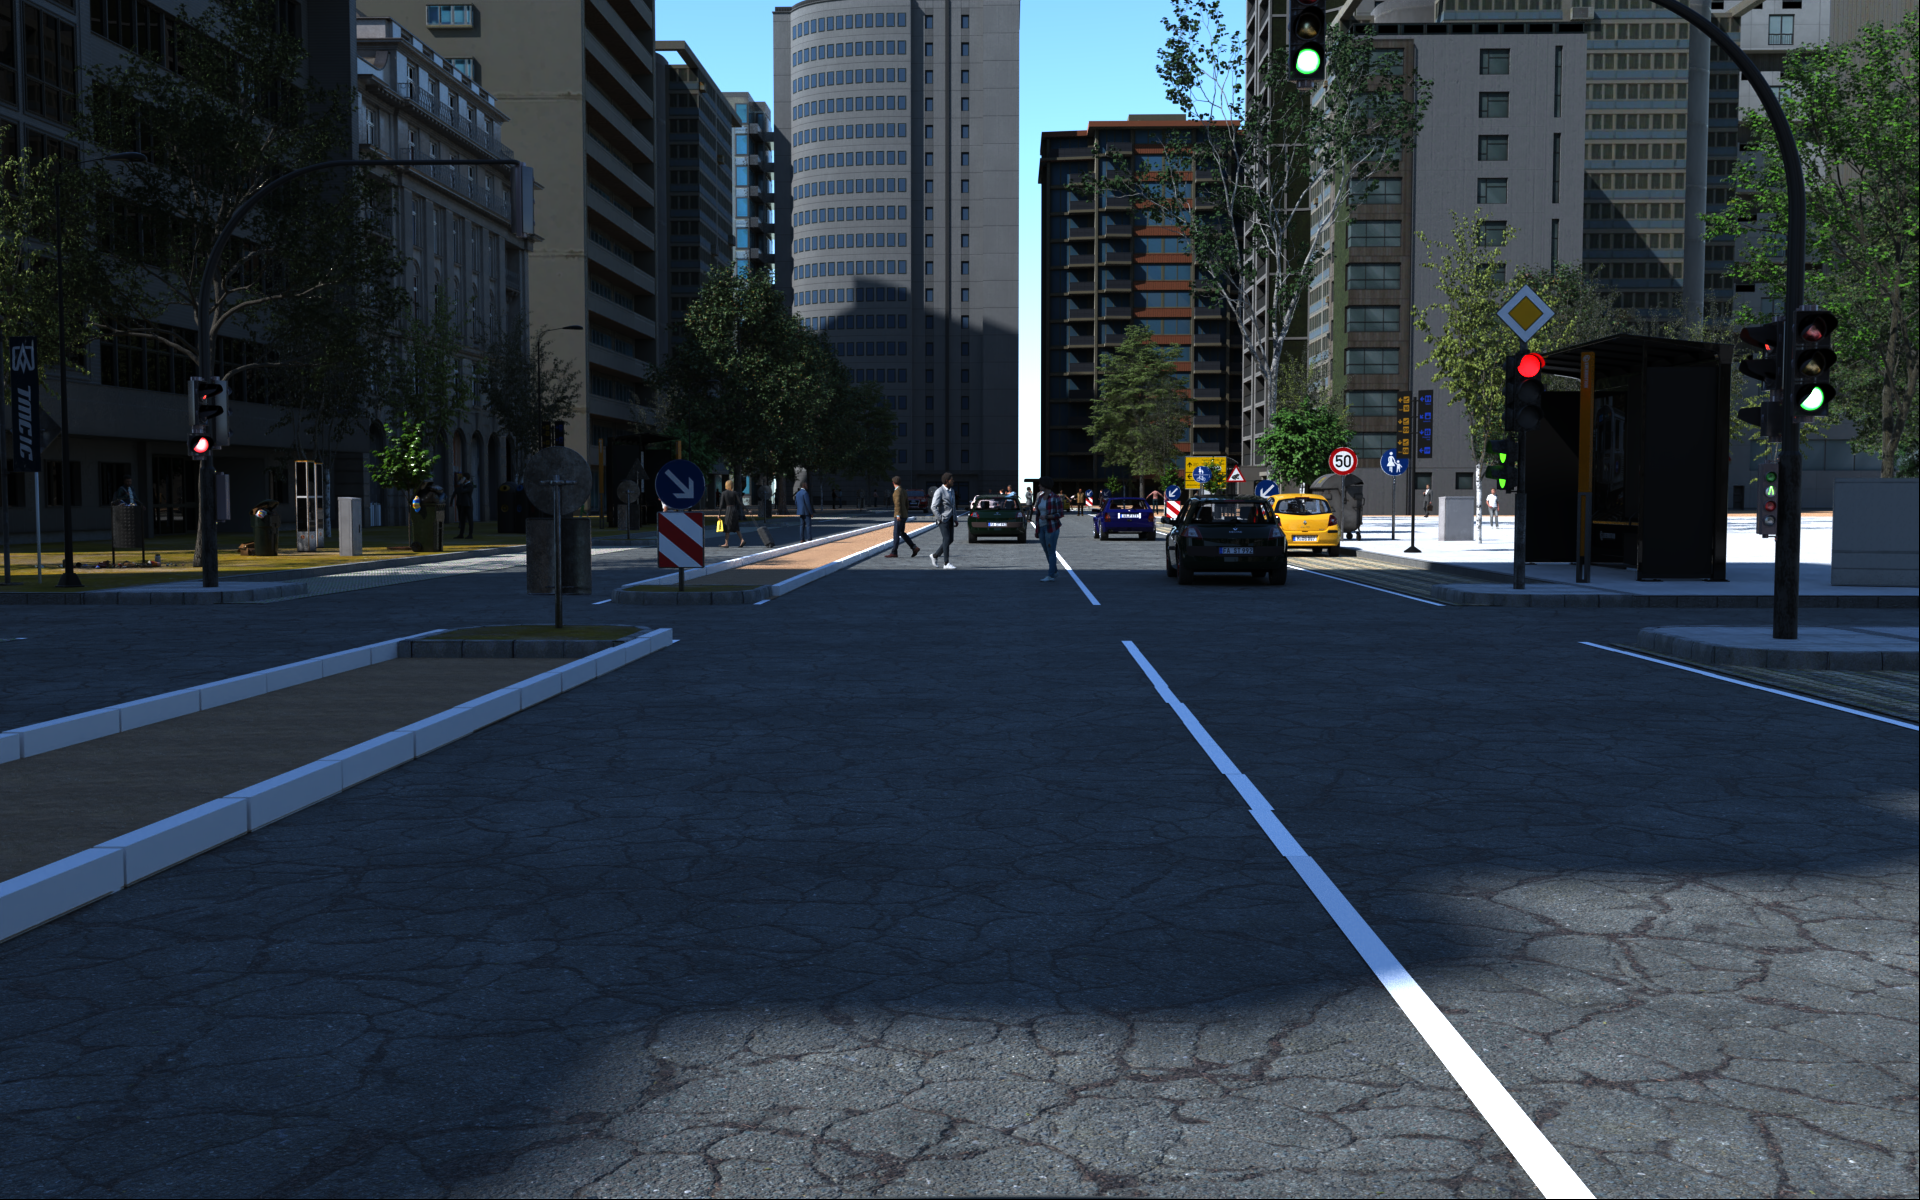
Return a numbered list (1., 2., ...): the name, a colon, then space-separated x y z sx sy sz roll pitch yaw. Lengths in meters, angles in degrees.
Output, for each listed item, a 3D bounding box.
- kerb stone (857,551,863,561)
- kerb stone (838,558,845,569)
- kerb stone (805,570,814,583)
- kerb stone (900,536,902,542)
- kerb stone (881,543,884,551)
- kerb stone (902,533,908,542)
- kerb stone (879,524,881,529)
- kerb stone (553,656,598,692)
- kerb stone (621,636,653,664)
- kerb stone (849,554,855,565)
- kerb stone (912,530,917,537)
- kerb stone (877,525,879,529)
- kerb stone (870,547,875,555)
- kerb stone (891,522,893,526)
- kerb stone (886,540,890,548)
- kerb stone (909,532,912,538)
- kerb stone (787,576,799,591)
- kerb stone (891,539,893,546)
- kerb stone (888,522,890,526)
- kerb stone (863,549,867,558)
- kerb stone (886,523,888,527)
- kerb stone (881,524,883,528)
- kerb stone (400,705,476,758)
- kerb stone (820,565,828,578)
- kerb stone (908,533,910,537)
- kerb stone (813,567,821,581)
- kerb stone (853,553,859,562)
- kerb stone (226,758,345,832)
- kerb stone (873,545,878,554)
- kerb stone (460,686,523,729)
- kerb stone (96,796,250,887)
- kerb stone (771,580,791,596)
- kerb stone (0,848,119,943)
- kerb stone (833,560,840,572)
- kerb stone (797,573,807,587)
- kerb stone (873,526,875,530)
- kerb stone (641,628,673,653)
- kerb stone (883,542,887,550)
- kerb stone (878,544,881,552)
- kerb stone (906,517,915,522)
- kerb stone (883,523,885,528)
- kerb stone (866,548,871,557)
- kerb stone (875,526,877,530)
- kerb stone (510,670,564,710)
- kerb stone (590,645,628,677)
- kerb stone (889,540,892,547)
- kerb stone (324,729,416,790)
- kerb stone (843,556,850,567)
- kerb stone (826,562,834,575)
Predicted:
1. kerb stone: -2.230 -0.904 37.016 0.120 0.150 1.000 0 4 2
2. kerb stone: -2.345 -0.655 32.916 0.120 0.150 1.000 0 4 2
3. kerb stone: -2.495 -0.343 27.802 0.120 0.150 1.000 0 4 2
4. kerb stone: -1.849 -1.723 50.372 0.120 0.150 1.000 0 4 2
5. kerb stone: -2.051 -1.283 43.169 0.120 0.150 1.000 0 4 2
6. kerb stone: -1.762 -1.911 53.444 0.120 0.150 1.000 0 4 2
7. kerb stone: -3.397 -2.917 69.894 0.120 0.150 1.000 0 4 2
8. kerb stone: -2.908 0.564 12.977 0.120 0.150 1.000 0 4 2
9. kerb stone: -2.849 0.448 15.021 0.120 0.150 1.000 0 4 2
10. kerb stone: -2.285 -0.779 34.959 0.120 0.150 1.000 0 4 2
11. kerb stone: -1.617 -2.224 58.564 0.120 0.150 1.000 0 4 2
12. kerb stone: -3.425 -2.855 68.872 0.120 0.150 1.000 0 4 2
13. kerb stone: -2.133 -1.094 40.095 0.120 0.150 1.000 0 4 2
14. kerb stone: -3.198 -3.355 77.056 0.120 0.150 1.000 0 4 2
15. kerb stone: -1.987 -1.409 45.238 0.120 0.150 1.000 0 4 2
16. kerb stone: -1.709 -2.037 55.494 0.120 0.150 1.000 0 4 2
17. kerb stone: -2.545 -0.217 25.750 0.120 0.150 1.000 0 4 2
18. kerb stone: -1.934 -1.529 47.282 0.120 0.150 1.000 0 4 2
19. kerb stone: -3.253 -3.230 75.010 0.120 0.150 1.000 0 4 2
20. kerb stone: -2.197 -0.970 38.051 0.120 0.150 1.000 0 4 2
21. kerb stone: -3.282 -3.168 73.988 0.120 0.150 1.000 0 4 2
22. kerb stone: -3.367 -2.972 70.916 0.120 0.150 1.000 0 4 2
23. kerb stone: -2.993 0.753 9.887 0.120 0.150 1.000 0 4 2
24. kerb stone: -2.432 -0.468 29.847 0.120 0.150 1.000 0 4 2
25. kerb stone: -1.732 -1.971 54.472 0.120 0.150 1.000 0 4 2
26. kerb stone: -2.462 -0.403 28.826 0.120 0.150 1.000 0 4 2
27. kerb stone: -2.258 -0.844 35.994 0.120 0.150 1.000 0 4 2
28. kerb stone: -3.048 0.878 7.834 0.120 0.150 1.000 0 4 2
29. kerb stone: -2.108 -1.158 41.121 0.120 0.150 1.000 0 4 2
30. kerb stone: -2.975 0.690 10.919 0.120 0.150 1.000 0 4 2
31. kerb stone: -3.084 0.942 6.813 0.120 0.150 1.000 0 4 2
32. kerb stone: -2.572 -0.152 24.726 0.120 0.150 1.000 0 4 2
33. kerb stone: -3.111 1.007 5.792 0.120 0.150 1.000 0 4 2
34. kerb stone: -2.366 -0.593 31.894 0.120 0.150 1.000 0 4 2
35. kerb stone: -2.519 -0.280 26.776 0.120 0.150 1.000 0 4 2
36. kerb stone: -3.492 -2.730 66.828 0.120 0.150 1.000 0 4 2
37. kerb stone: -2.820 0.376 16.041 0.120 0.150 1.000 0 4 2
38. kerb stone: -2.027 -1.346 44.208 0.120 0.150 1.000 0 4 2
39. kerb stone: -2.084 -1.218 42.144 0.120 0.150 1.000 0 4 2
40. kerb stone: -2.706 -4.416 94.462 0.120 0.150 1.000 0 4 2
41. kerb stone: -3.336 -3.043 71.941 0.120 0.150 1.000 0 4 2
42. kerb stone: -2.169 -1.026 39.073 0.120 0.150 1.000 0 4 2
43. kerb stone: -3.456 -2.790 67.849 0.120 0.150 1.000 0 4 2
44. kerb stone: -2.942 0.627 11.950 0.120 0.150 1.000 0 4 2
45. kerb stone: -2.876 0.501 13.998 0.120 0.150 1.000 0 4 2
46. kerb stone: -1.971 -1.470 46.261 0.120 0.150 1.000 0 4 2
47. kerb stone: -3.025 0.816 8.856 0.120 0.150 1.000 0 4 2
48. kerb stone: -2.310 -0.717 33.937 0.120 0.150 1.000 0 4 2
49. kerb stone: -2.396 -0.531 30.872 0.120 0.150 1.000 0 4 2
